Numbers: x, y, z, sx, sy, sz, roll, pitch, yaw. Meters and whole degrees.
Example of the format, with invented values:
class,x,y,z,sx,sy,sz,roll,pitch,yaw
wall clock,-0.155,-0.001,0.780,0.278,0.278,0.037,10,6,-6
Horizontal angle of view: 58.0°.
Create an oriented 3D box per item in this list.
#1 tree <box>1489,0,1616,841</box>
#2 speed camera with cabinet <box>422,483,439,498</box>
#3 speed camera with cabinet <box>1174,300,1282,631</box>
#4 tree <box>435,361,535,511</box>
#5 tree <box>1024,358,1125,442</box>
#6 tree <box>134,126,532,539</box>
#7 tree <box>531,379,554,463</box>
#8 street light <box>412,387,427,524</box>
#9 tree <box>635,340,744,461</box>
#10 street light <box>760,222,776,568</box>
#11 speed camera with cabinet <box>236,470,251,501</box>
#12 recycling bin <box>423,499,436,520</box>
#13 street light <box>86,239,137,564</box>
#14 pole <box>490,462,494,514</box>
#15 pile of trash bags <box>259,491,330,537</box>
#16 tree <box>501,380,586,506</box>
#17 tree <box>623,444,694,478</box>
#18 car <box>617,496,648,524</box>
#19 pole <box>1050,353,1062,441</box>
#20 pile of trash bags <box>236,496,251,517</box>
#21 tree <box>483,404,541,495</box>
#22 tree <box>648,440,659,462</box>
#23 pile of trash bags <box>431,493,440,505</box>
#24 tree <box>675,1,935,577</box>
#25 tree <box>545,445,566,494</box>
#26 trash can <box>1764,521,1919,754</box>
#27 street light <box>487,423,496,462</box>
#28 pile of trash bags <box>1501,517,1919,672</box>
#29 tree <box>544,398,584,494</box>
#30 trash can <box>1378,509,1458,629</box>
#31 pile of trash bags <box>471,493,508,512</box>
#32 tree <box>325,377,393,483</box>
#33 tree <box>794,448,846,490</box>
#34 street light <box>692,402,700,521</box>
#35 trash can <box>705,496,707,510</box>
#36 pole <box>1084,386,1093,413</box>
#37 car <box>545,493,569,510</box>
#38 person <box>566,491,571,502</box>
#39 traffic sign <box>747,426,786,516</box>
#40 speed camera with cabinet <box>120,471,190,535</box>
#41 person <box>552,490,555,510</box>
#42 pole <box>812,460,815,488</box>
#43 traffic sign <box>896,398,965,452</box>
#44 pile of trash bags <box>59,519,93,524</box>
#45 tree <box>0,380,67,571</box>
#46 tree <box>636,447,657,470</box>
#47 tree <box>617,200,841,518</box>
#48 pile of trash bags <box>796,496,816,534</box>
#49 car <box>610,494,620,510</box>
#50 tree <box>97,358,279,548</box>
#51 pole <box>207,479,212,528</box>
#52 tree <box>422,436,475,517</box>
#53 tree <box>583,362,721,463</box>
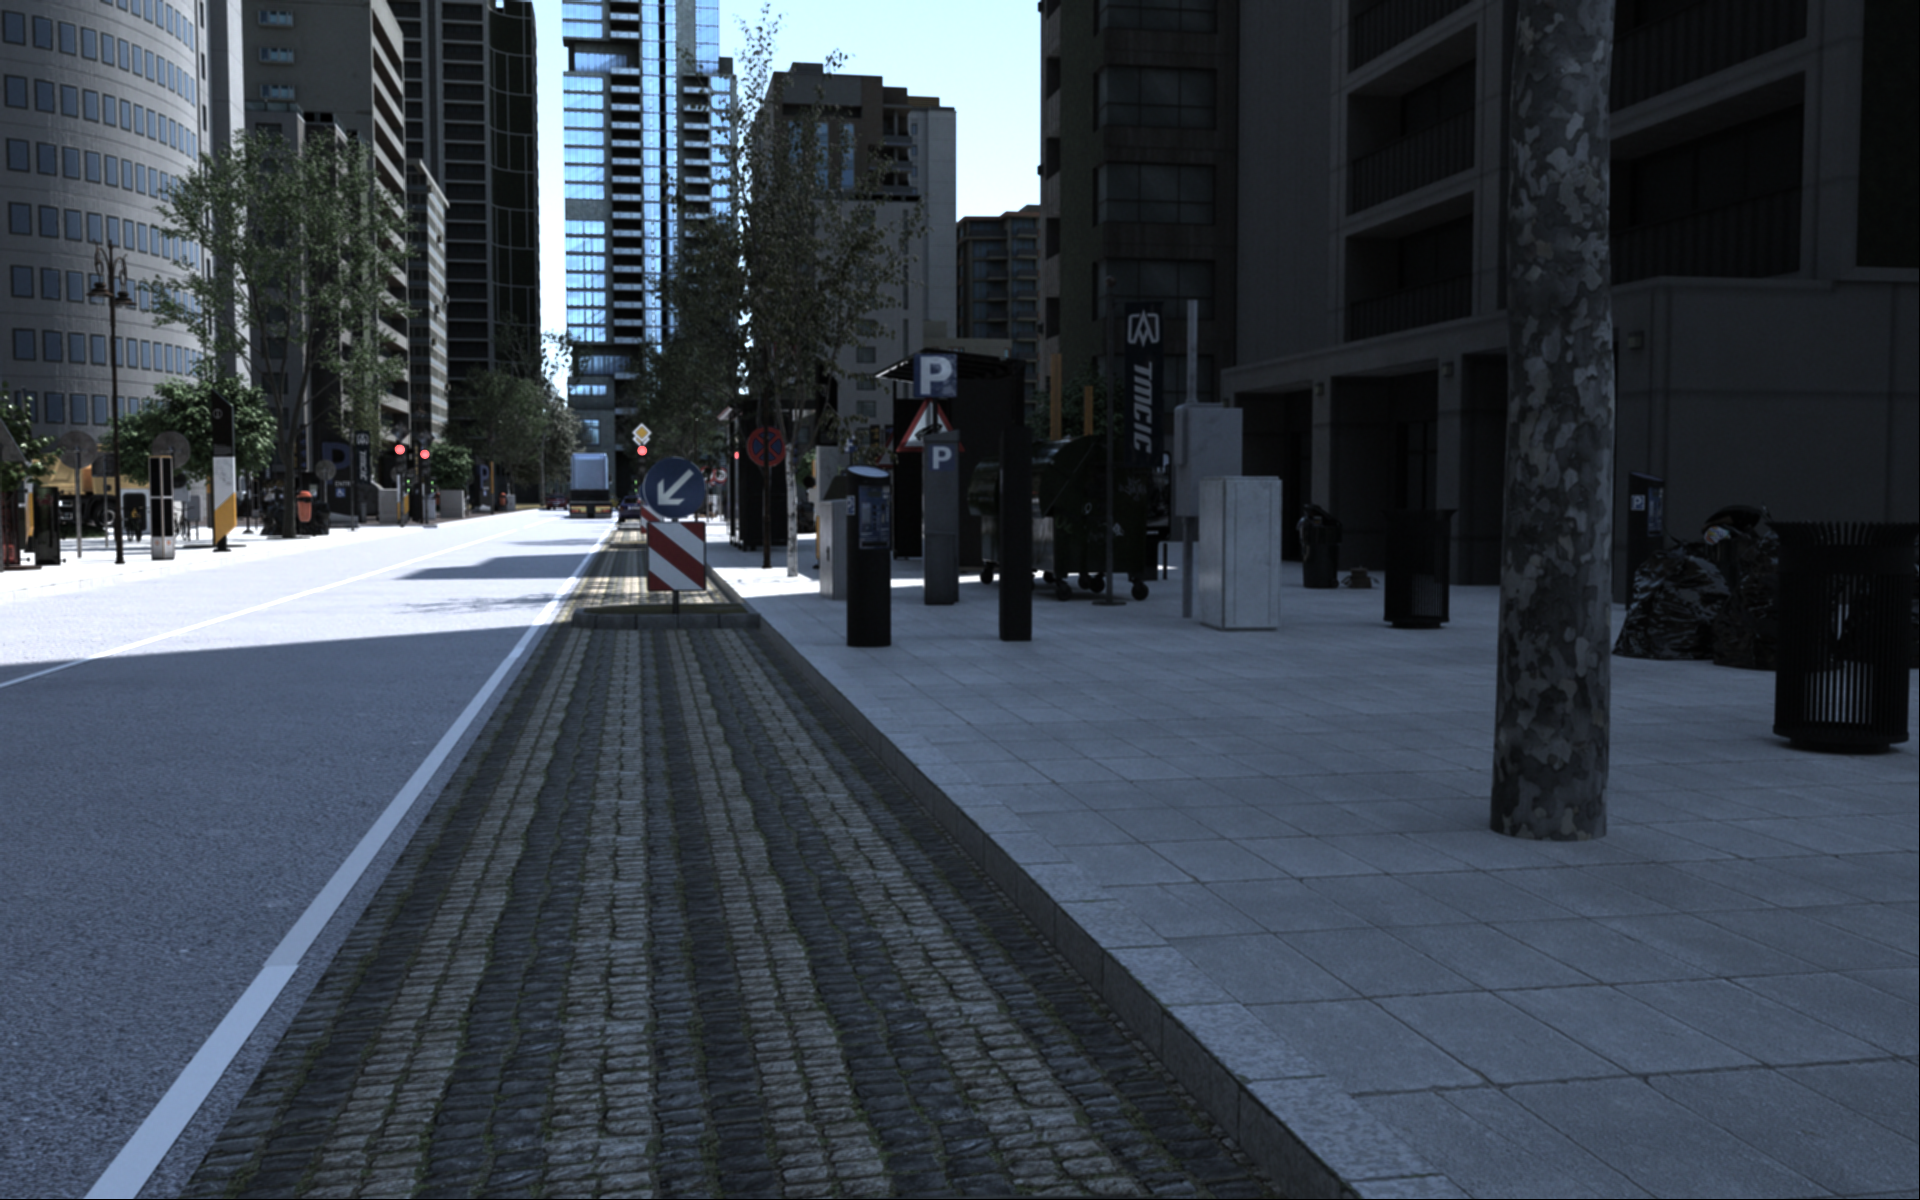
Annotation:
class,x,y,z,sx,sy,sz,roll,pitch,yaw
tree,2.965,-9.259,7.278,12.611,20.169,13.585,0,3,0
speed camera with cabinet,-43.587,-9.014,141.707,2.038,3.252,0.660,0,4,2
speed camera with cabinet,2.625,-1.391,17.075,0.660,3.252,2.038,0,4,-6
tree,-33.765,-11.505,122.523,8.767,10.594,7.601,2,4,35
tree,3.167,-3.562,41.951,4.285,4.588,4.351,0,3,0
tree,-19.243,-7.560,49.360,9.928,11.665,9.643,0,3,0
tree,-37.192,-13.298,143.176,9.928,11.665,9.643,0,3,0
street light,-23.419,-6.264,75.211,0.468,5.910,1.993,-1,4,-11
tree,-17.913,-11.566,114.860,9.928,11.665,9.643,0,3,0
street light,-3.335,-3.484,29.752,0.468,5.910,1.993,-1,4,-11
speed camera with cabinet,-43.071,-6.712,104.071,0.660,3.252,2.038,0,4,-4
recycling bin,-26.591,-4.507,86.237,0.722,1.027,0.722,-3,5,-42
street light,-15.418,-3.598,31.610,0.468,5.910,1.993,-1,4,-11
pole,-29.382,-7.026,108.724,0.158,3.312,0.155,0,3,0
pile of trash bags,-20.411,-2.670,53.413,1.912,1.369,3.447,-2,4,-29
tree,-46.479,-17.462,192.154,9.857,13.997,8.962,0,3,0
tree,-36.650,-18.143,213.641,9.611,12.733,9.660,0,3,0
car,-15.827,-4.418,84.813,1.945,1.354,3.894,-1,4,-9
pole,1.394,-1.920,25.230,0.158,3.312,0.155,0,3,0
pile of trash bags,-40.223,-5.278,96.048,1.912,1.369,3.447,1,4,10
tree,-34.548,-11.151,132.677,4.360,8.622,3.978,0,3,0
tree,-20.025,-10.522,122.401,4.360,8.622,3.978,0,3,0
pile of trash bags,-40.171,-7.411,130.927,3.447,1.369,1.912,3,5,41
tree,-2.544,-4.649,26.381,4.360,8.622,3.978,0,3,0
tree,-47.765,-15.385,201.908,4.360,8.622,3.978,0,3,0
trash can,4.448,0.179,8.726,0.748,1.137,0.748,0,3,0
street light,-30.623,-8.598,113.372,0.468,5.910,1.993,-1,4,-11
pile of trash bags,5.748,-0.213,13.228,3.447,1.369,1.912,-1,4,-13
tree,-50.369,-18.853,218.611,12.009,13.543,11.850,0,3,0
trash can,4.394,-0.305,16.647,0.748,1.137,0.748,0,3,0
pile of trash bags,-33.928,-7.141,126.502,1.912,1.369,3.447,-3,4,-36
tree,-35.181,-9.284,102.157,4.737,8.622,4.395,0,3,0
tree,-10.240,-8.447,121.828,4.285,4.588,4.351,0,3,0
street light,-10.390,-5.829,68.093,0.468,5.910,1.993,-1,4,-11
trash can,-17.477,-6.508,118.052,0.748,1.137,0.748,0,3,0
pole,2.422,-2.381,32.771,0.158,3.312,0.155,0,3,0
car,-36.580,-9.067,157.282,2.155,1.783,4.494,-1,4,-10
person,-43.330,-11.265,192.689,1.348,1.823,0.705,1,4,10
traffic sign,-3.604,-1.979,32.466,0.768,2.556,0.104,0,4,-1
speed camera with cabinet,-25.523,-3.701,54.853,2.038,3.252,0.660,-1,4,-22
person,-37.585,-9.278,160.175,0.705,1.826,1.348,0,4,-8
pole,-8.695,-6.677,103.012,0.158,3.312,0.155,0,3,0
traffic sign,-0.378,-1.345,21.992,0.884,2.594,0.081,-1,4,-8
pile of trash bags,-39.259,-3.976,74.762,3.447,1.369,1.912,1,4,10
tree,-16.050,-2.127,29.371,1.663,3.219,1.824,0,3,0
tree,-29.316,-13.371,168.979,4.737,8.622,4.395,0,3,0
tree,-7.480,-7.433,55.947,7.601,10.594,8.767,-1,4,-22
pile of trash bags,-5.655,-2.835,56.109,1.912,1.369,3.447,0,4,6
car,-32.460,-9.174,160.223,2.015,1.641,3.980,-1,4,-10
tree,-18.145,-3.569,42.061,4.285,4.588,4.351,0,3,0
pole,-28.076,-4.339,64.780,0.158,3.312,0.155,0,3,0
tree,-28.969,-6.957,97.459,4.285,4.588,4.351,0,3,0
tree,-26.048,-14.873,153.546,12.009,13.543,11.850,0,3,0
